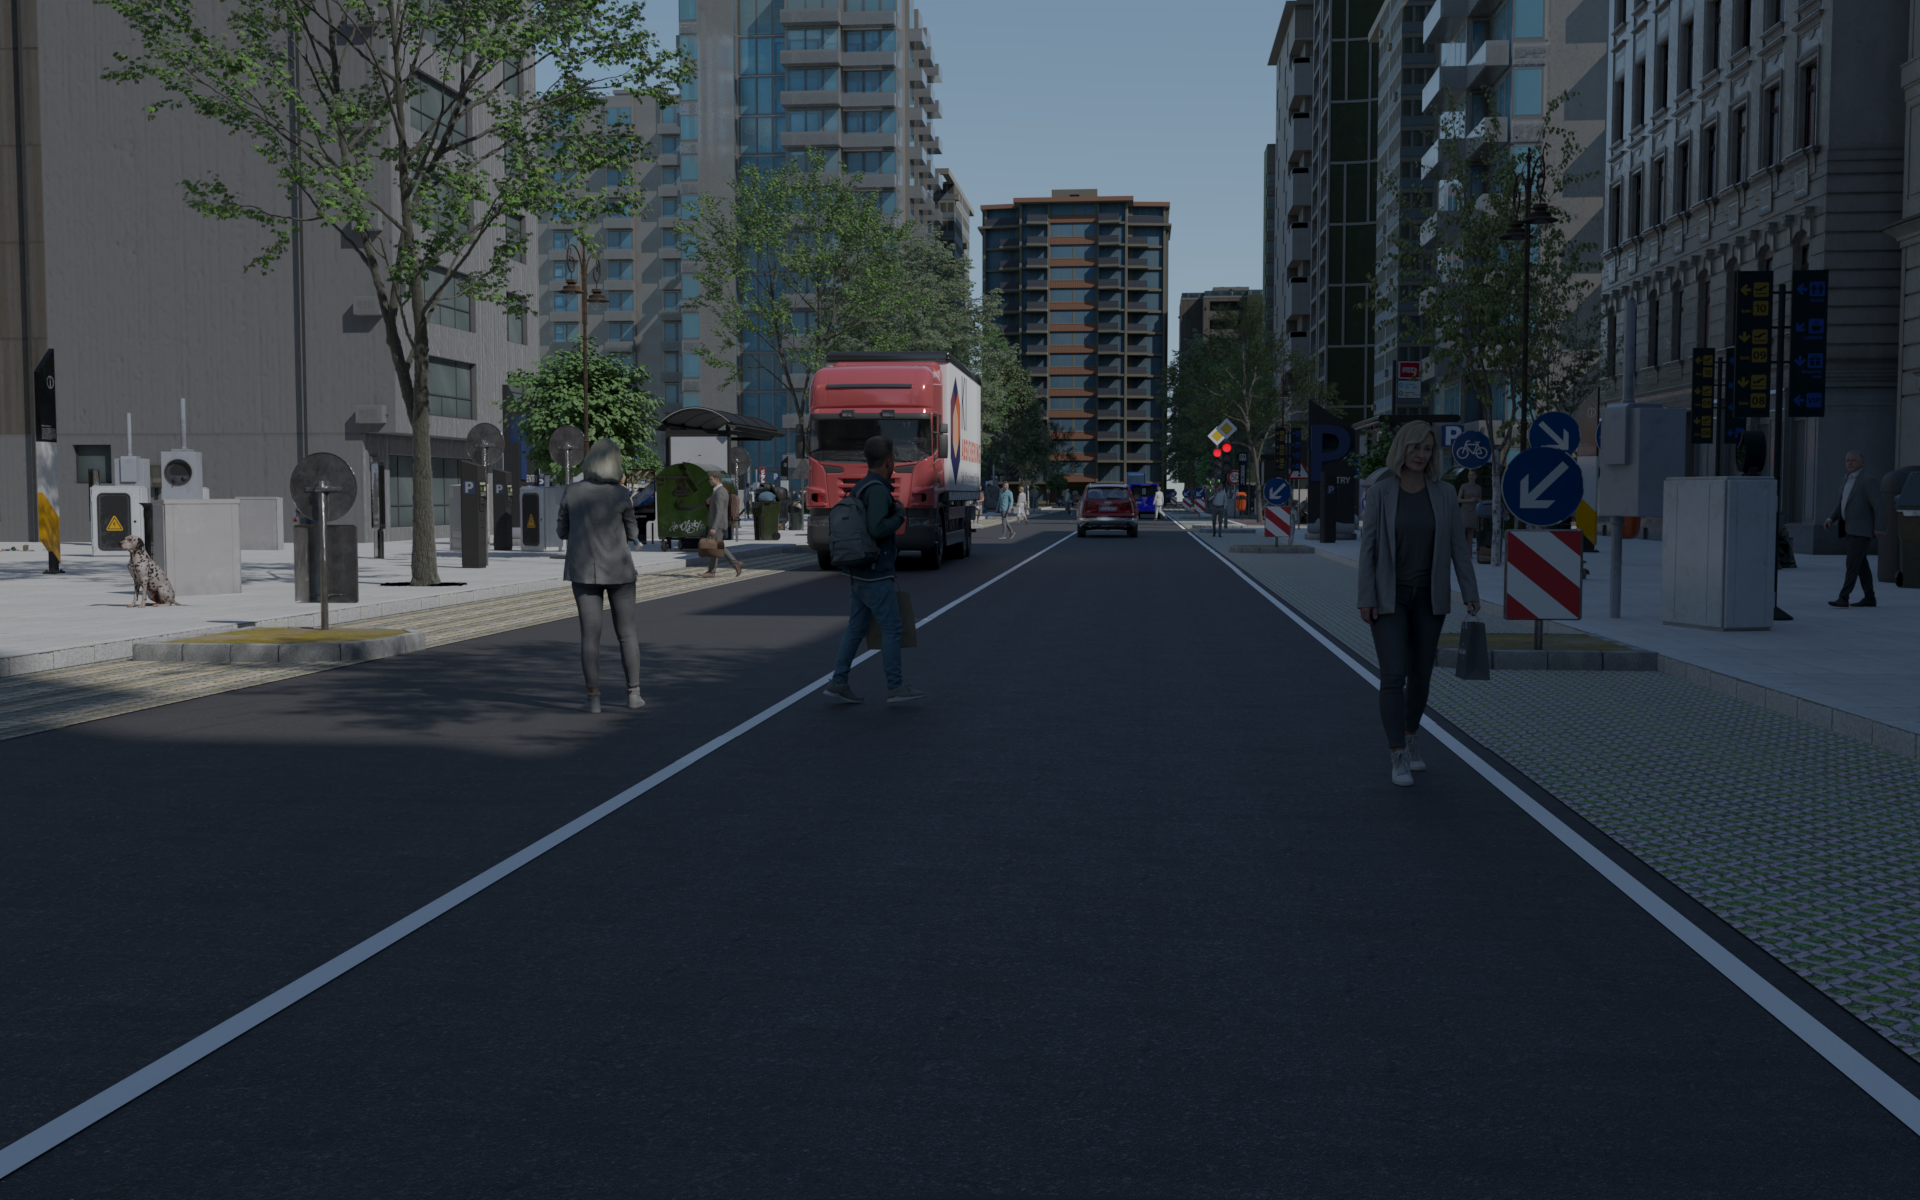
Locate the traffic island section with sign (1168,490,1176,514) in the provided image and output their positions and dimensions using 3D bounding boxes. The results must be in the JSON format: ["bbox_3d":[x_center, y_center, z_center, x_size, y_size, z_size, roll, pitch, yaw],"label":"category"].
[{"bbox_3d":[16.197,-7.102,124.745,1.989,1.847,2.006,0,4,6],"label":"traffic island section with sign"}]

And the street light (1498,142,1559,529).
[{"bbox_3d":[7.582,-3.086,23.247,0.468,5.910,1.993,0,4,6],"label":"street light"}]

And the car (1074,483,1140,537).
[{"bbox_3d":[5.001,-3.073,58.910,2.281,1.827,5.304,0,4,4],"label":"car"}]

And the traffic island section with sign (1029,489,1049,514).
[{"bbox_3d":[5.385,-7.087,124.501,1.989,1.847,2.006,0,4,6],"label":"traffic island section with sign"}]

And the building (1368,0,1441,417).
[{"bbox_3d":[41.617,-26.045,117.715,32.217,40.220,23.993,0,4,6],"label":"building"}]

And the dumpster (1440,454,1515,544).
[{"bbox_3d":[11.264,-2.148,37.617,1.502,2.255,1.985,0,4,6],"label":"dumpster"}]

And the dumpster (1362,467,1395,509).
[{"bbox_3d":[8.869,-1.791,35.034,1.264,1.857,1.865,0,4,6],"label":"dumpster"}]

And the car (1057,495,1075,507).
[{"bbox_3d":[11.119,-10.343,181.687,1.945,1.354,3.894,0,4,4],"label":"car"}]

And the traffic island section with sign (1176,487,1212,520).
[{"bbox_3d":[13.358,-5.438,97.543,1.989,1.847,2.006,0,4,6],"label":"traffic island section with sign"}]

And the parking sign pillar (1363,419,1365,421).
[{"bbox_3d":[14.089,-4.525,62.462,1.447,3.967,1.447,-3,5,-42],"label":"parking sign pillar"}]

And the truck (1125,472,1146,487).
[{"bbox_3d":[20.755,-13.211,205.764,2.967,4.110,18.799,0,4,7],"label":"truck"}]

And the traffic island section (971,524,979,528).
[{"bbox_3d":[-0.288,-3.118,73.253,2.009,0.180,2.903,0,4,6],"label":"traffic island section"}]

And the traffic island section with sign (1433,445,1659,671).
[{"bbox_3d":[4.740,-0.387,14.954,1.989,1.847,2.006,0,4,6],"label":"traffic island section with sign"}]

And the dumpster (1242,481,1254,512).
[{"bbox_3d":[20.668,-7.441,124.148,1.502,2.255,1.985,0,4,6],"label":"dumpster"}]

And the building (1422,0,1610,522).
[{"bbox_3d":[38.993,-28.610,87.375,30.456,49.044,23.786,0,4,6],"label":"building"}]

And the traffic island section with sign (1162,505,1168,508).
[{"bbox_3d":[21.270,-10.072,173.312,1.989,1.847,2.006,0,4,6],"label":"traffic island section with sign"}]

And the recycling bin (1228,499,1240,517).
[{"bbox_3d":[15.068,-5.089,95.755,0.722,1.027,0.722,0,4,1],"label":"recycling bin"}]

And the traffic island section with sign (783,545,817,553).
[{"bbox_3d":[-3.177,-2.065,42.399,1.989,1.847,2.006,0,4,6],"label":"traffic island section with sign"}]

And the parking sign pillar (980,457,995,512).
[{"bbox_3d":[1.845,-8.286,123.941,1.447,3.967,1.447,1,4,20],"label":"parking sign pillar"}]

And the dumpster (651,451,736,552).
[{"bbox_3d":[-5.992,-2.228,38.924,1.502,2.255,1.985,0,4,6],"label":"dumpster"}]

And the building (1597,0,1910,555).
[{"bbox_3d":[23.539,-11.930,44.203,9.793,20.994,18.267,0,4,6],"label":"building"}]

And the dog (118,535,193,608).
[{"bbox_3d":[-9.097,-0.327,19.721,0.800,0.831,0.513,-1,4,-17],"label":"dog"}]

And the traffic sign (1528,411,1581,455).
[{"bbox_3d":[9.149,-1.628,26.727,0.768,2.556,0.104,1,4,15],"label":"traffic sign"}]

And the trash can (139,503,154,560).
[{"bbox_3d":[-13.279,-1.055,28.898,0.748,1.137,0.748,0,3,0],"label":"trash can"}]

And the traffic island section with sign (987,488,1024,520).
[{"bbox_3d":[2.592,-5.447,97.690,1.989,1.847,2.006,0,4,6],"label":"traffic island section with sign"}]

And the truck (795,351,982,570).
[{"bbox_3d":[-1.217,-2.902,36.358,2.839,4.237,11.283,0,4,5],"label":"truck"}]

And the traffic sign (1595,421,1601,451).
[{"bbox_3d":[10.104,-1.617,26.549,0.768,2.556,0.104,0,4,6],"label":"traffic sign"}]

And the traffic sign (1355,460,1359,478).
[{"bbox_3d":[13.554,-3.557,58.260,0.768,2.556,0.104,1,4,9],"label":"traffic sign"}]

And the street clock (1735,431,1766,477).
[{"bbox_3d":[9.043,-0.935,19.852,0.358,2.002,0.471,1,4,11],"label":"street clock"}]

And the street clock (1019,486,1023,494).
[{"bbox_3d":[5.233,-8.773,148.004,0.358,2.002,0.471,1,4,10],"label":"street clock"}]

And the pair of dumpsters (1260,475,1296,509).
[{"bbox_3d":[16.234,-5.269,88.643,1.574,2.255,4.437,0,4,6],"label":"pair of dumpsters"}]

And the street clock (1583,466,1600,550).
[{"bbox_3d":[13.992,-2.083,38.630,0.358,2.002,0.471,-3,5,-43],"label":"street clock"}]

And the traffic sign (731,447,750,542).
[{"bbox_3d":[-6.003,-2.839,46.517,0.768,2.556,0.104,1,4,15],"label":"traffic sign"}]

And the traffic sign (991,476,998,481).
[{"bbox_3d":[2.358,-7.664,125.419,0.768,2.556,0.104,1,4,9],"label":"traffic sign"}]

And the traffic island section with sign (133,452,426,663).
[{"bbox_3d":[-5.969,-0.426,15.588,1.989,1.847,2.006,0,4,6],"label":"traffic island section with sign"}]

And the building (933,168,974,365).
[{"bbox_3d":[-11.027,-31.116,200.632,23.993,40.220,32.217,0,4,6],"label":"building"}]

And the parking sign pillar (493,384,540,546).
[{"bbox_3d":[-10.953,-3.352,43.276,1.447,3.967,1.447,1,4,9],"label":"parking sign pillar"}]

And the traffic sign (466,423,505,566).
[{"bbox_3d":[-8.470,-1.882,30.869,0.768,2.556,0.104,1,4,15],"label":"traffic sign"}]

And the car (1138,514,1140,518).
[{"bbox_3d":[10.177,-5.805,106.711,2.131,1.459,4.920,0,4,4],"label":"car"}]

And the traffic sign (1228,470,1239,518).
[{"bbox_3d":[14.597,-5.617,91.950,0.768,2.556,0.104,1,4,11],"label":"traffic sign"}]

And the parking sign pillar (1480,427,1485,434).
[{"bbox_3d":[21.204,-5.019,70.535,1.447,3.967,1.447,0,4,0],"label":"parking sign pillar"}]

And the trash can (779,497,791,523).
[{"bbox_3d":[-7.923,-4.007,77.166,0.748,1.137,0.748,0,3,0],"label":"trash can"}]

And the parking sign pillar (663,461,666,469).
[{"bbox_3d":[-23.891,-9.350,141.345,1.447,3.967,1.447,-3,5,-43],"label":"parking sign pillar"}]

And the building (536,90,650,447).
[{"bbox_3d":[-37.591,-35.993,208.099,30.456,49.044,23.786,0,4,6],"label":"building"}]

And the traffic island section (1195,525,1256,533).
[{"bbox_3d":[9.864,-2.562,64.164,2.009,0.180,2.903,0,4,6],"label":"traffic island section"}]

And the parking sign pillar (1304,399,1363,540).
[{"bbox_3d":[10.440,-3.683,48.681,1.447,3.967,1.447,1,4,9],"label":"parking sign pillar"}]

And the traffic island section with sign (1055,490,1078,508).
[{"bbox_3d":[10.715,-10.205,175.484,1.989,1.847,2.006,0,4,6],"label":"traffic island section with sign"}]

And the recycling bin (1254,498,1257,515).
[{"bbox_3d":[18.281,-5.630,104.603,0.722,1.027,0.722,-3,4,-38],"label":"recycling bin"}]

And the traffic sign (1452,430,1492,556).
[{"bbox_3d":[10.231,-2.113,34.659,0.768,2.556,0.104,1,4,15],"label":"traffic sign"}]

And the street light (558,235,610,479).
[{"bbox_3d":[-6.727,-3.569,31.139,0.468,5.910,1.993,0,4,6],"label":"street light"}]

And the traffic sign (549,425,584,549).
[{"bbox_3d":[-7.279,-1.959,32.129,0.768,2.556,0.104,1,4,14],"label":"traffic sign"}]

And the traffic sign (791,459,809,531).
[{"bbox_3d":[-5.482,-3.693,60.378,0.884,2.594,0.081,1,4,13],"label":"traffic sign"}]

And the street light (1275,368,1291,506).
[{"bbox_3d":[11.821,-5.547,63.481,0.468,5.910,1.993,0,4,6],"label":"street light"}]

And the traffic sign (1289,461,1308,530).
[{"bbox_3d":[12.187,-3.806,62.230,0.884,2.594,0.081,1,4,13],"label":"traffic sign"}]

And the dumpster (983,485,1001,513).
[{"bbox_3d":[2.158,-6.716,115.557,1.264,1.857,1.865,0,4,6],"label":"dumpster"}]

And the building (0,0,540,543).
[{"bbox_3d":[-20.774,-17.124,51.680,14.107,30.474,14.160,0,4,6],"label":"building"}]

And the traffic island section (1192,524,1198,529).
[{"bbox_3d":[10.693,-3.047,72.106,2.009,0.180,2.903,0,4,6],"label":"traffic island section"}]

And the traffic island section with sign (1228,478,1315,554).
[{"bbox_3d":[7.604,-2.067,42.426,1.989,1.847,2.006,0,4,6],"label":"traffic island section with sign"}]

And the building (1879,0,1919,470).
[{"bbox_3d":[24.606,-11.393,19.553,16.112,22.955,30.059,0,4,6],"label":"building"}]
